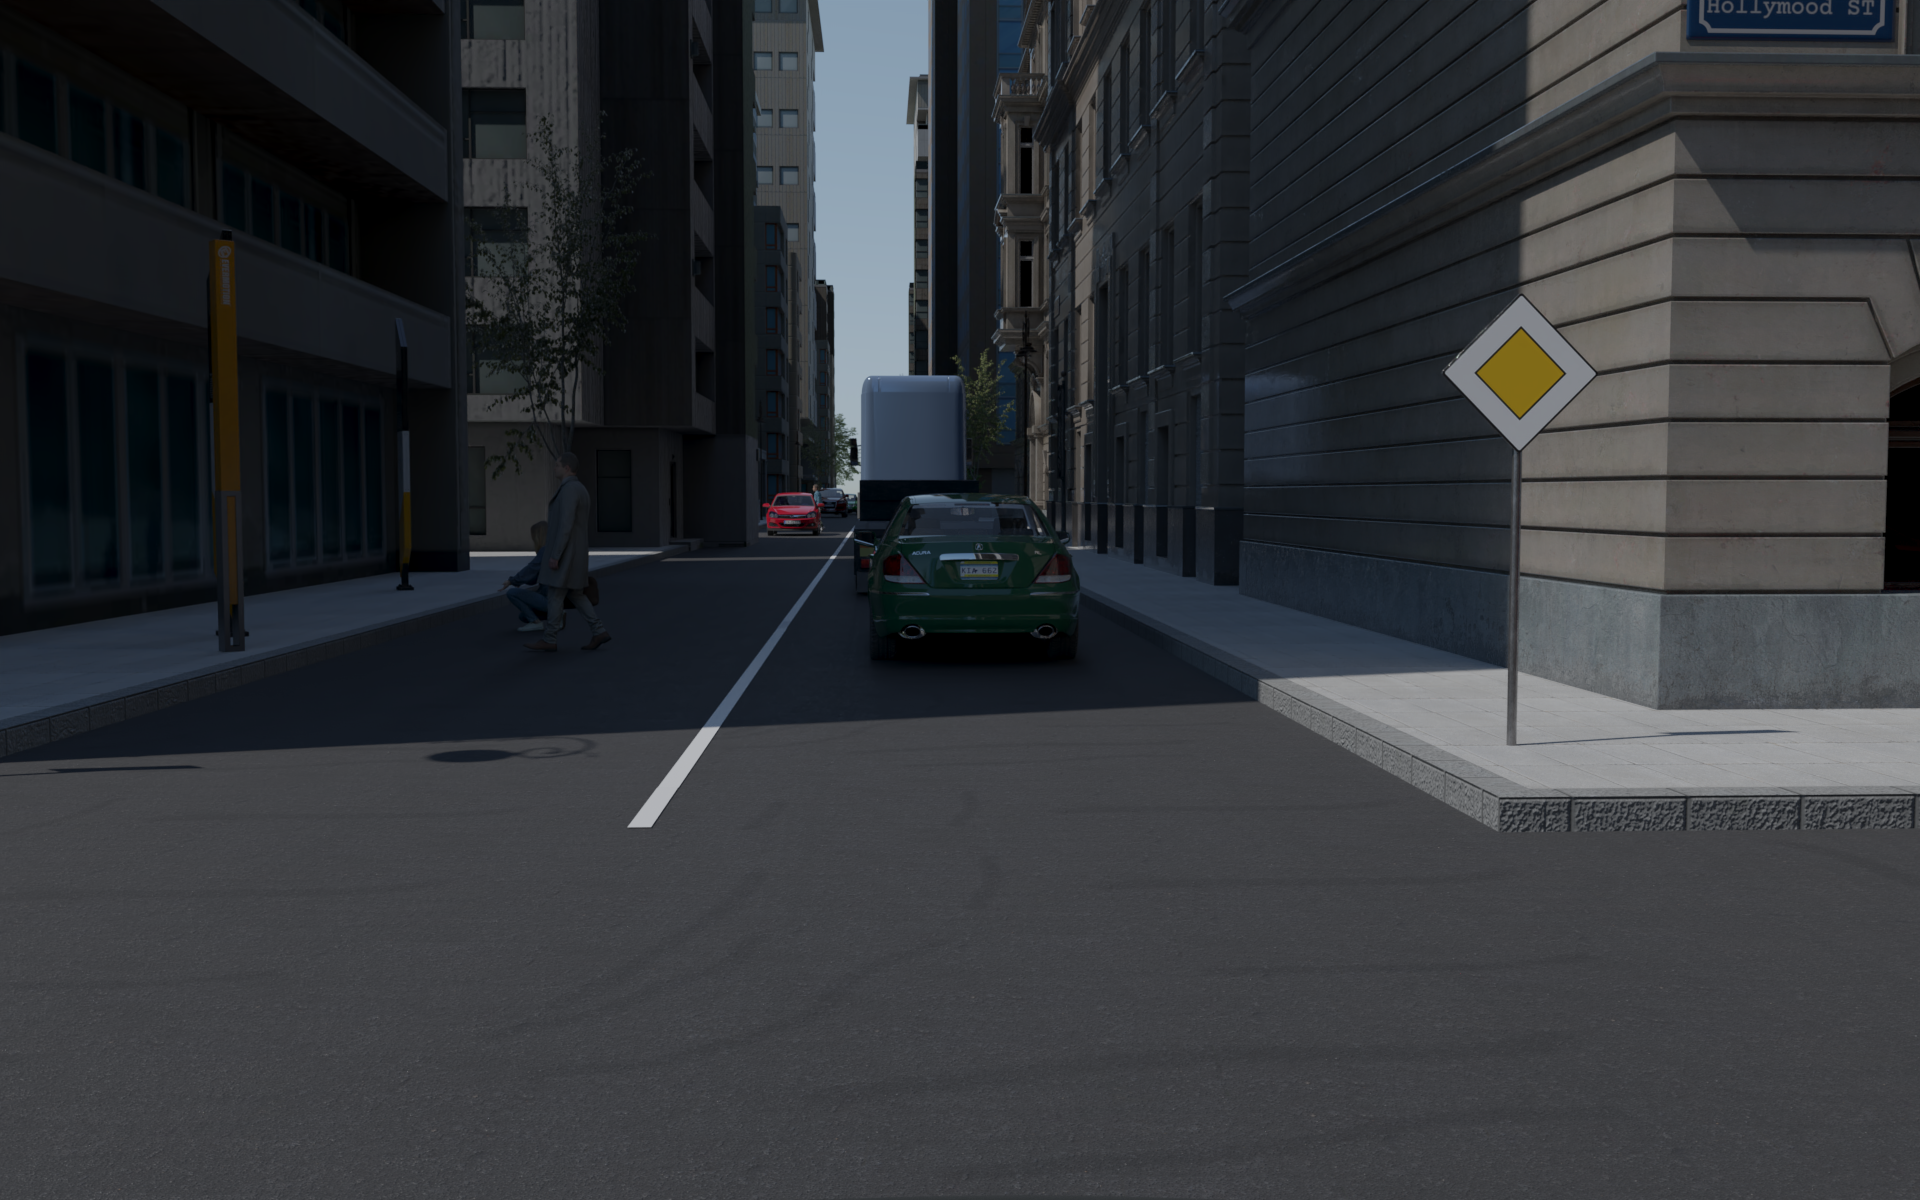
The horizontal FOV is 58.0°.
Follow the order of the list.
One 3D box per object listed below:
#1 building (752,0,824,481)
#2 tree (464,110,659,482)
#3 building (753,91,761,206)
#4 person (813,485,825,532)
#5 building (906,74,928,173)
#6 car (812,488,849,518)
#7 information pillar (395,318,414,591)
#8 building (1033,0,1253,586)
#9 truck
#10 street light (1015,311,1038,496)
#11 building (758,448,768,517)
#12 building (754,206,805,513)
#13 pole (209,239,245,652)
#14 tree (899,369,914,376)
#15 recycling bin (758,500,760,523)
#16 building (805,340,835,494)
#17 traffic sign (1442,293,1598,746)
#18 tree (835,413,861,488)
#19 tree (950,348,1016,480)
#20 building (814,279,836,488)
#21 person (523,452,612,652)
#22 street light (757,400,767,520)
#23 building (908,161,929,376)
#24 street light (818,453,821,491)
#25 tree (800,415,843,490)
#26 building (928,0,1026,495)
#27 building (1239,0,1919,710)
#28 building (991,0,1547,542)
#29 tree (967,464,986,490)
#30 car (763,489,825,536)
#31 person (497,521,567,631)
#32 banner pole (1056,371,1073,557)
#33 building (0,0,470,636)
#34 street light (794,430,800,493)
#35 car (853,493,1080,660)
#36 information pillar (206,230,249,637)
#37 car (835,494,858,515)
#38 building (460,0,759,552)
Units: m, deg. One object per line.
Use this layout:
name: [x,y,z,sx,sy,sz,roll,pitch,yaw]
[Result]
building: [-28.686,-36.081,179.158,28.713,52.752,27.495,0,4,-3]
tree: [-7.766,-5.061,33.111,4.360,8.622,3.978,0,3,0]
building: [-29.550,-27.624,143.531,32.217,40.220,23.993,0,4,-3]
person: [-5.251,-3.398,64.395,0.444,1.785,0.601,1,4,16]
building: [7.922,-38.302,215.470,28.713,52.752,27.495,0,4,-3]
car: [-7.996,-6.026,107.205,2.281,1.827,5.304,0,4,-2]
information pillar: [-7.390,-1.935,22.993,0.183,3.616,0.504,-2,4,-26]
building: [8.616,-14.586,35.744,12.463,27.353,25.104,0,4,-3]
truck: [-0.754,-2.681,33.588,2.967,4.110,18.799,0,4,-3]
street light: [1.660,-4.342,43.784,0.468,5.910,1.993,0,4,-3]
building: [-21.009,-39.972,91.800,20.563,71.187,20.611,0,4,-3]
building: [-25.240,-16.687,117.879,27.650,21.520,28.899,0,4,-3]
pole: [-5.946,-1.235,14.044,0.158,3.312,0.155,0,3,0]
tree: [-4.359,-15.815,168.940,12.009,13.543,11.850,0,3,0]
recycling bin: [-9.321,-3.956,77.235,0.722,1.027,0.722,0,4,2]
building: [-29.306,-22.215,208.258,27.650,21.520,28.899,0,4,-3]
traffic sign: [2.812,-0.314,8.776,0.795,2.450,0.064,0,4,-3]
tree: [-17.427,-19.839,242.487,7.486,12.596,7.792,0,3,0]
tree: [0.740,-8.429,88.176,4.737,8.622,4.395,0,3,0]
building: [-23.794,-28.014,229.731,14.160,30.474,14.107,0,4,-3]
person: [-3.601,-0.442,15.833,0.767,1.812,0.694,0,3,0]
street light: [-9.766,-6.864,85.019,0.468,5.910,1.993,0,4,-3]
building: [2.909,-23.325,153.063,14.160,30.474,14.107,0,4,-3]
street light: [-13.741,-11.968,168.457,0.468,5.910,1.993,0,4,-3]
tree: [-13.144,-12.866,160.719,4.360,8.622,3.978,0,3,0]
building: [5.021,-28.373,114.014,14.600,45.320,14.200,0,4,-3]
building: [20.808,-12.011,15.462,34.723,24.649,14.460,0,4,-3]
building: [8.542,-15.118,66.259,14.460,24.649,34.723,0,4,-3]
tree: [0.298,-5.989,92.522,1.663,3.219,1.824,0,3,0]
car: [-5.817,-3.165,60.784,2.155,1.783,4.494,0,4,-4]
person: [-4.515,-0.254,18.150,0.738,1.151,1.012,1,4,8]
banner pole: [2.042,-2.752,35.010,0.401,3.779,0.863,1,4,15]
building: [-18.437,-24.047,16.864,21.300,48.544,21.600,0,4,-3]
street light: [-11.644,-9.263,124.244,0.468,5.910,1.993,0,4,-3]
car: [0.048,-0.283,16.433,2.131,1.459,4.920,0,4,-3]
information pillar: [-6.636,-1.484,15.619,0.183,3.616,0.504,-3,5,-41]
car: [-7.835,-6.828,120.439,1.959,1.807,4.718,0,4,-5]
building: [-12.691,-16.625,43.520,14.160,30.474,14.107,0,4,-3]
